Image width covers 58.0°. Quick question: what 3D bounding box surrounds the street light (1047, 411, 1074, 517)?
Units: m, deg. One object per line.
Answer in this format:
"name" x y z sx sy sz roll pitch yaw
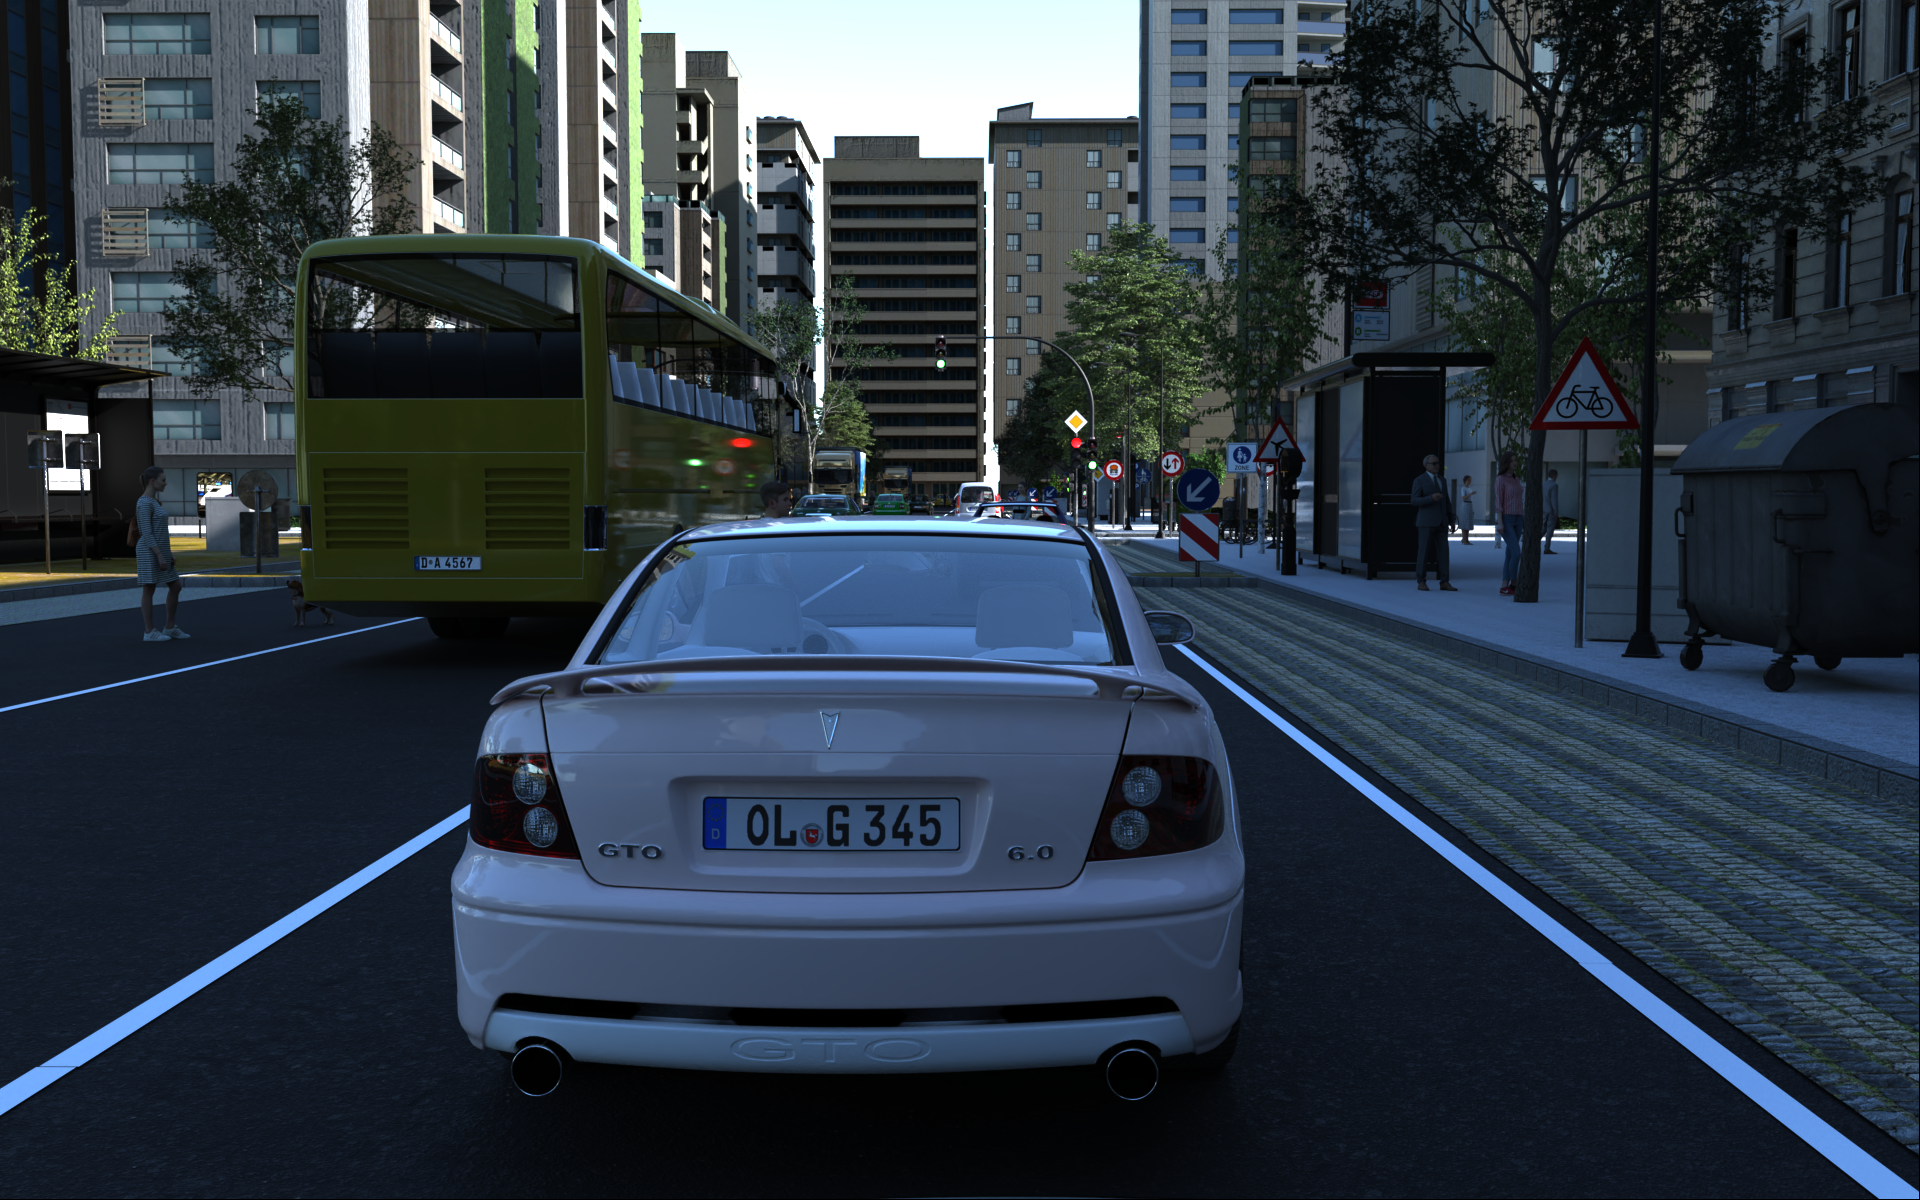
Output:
"street light" 5.804 -7.607 96.913 1.470 5.913 1.316 0 4 1

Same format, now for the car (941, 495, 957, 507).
"car" -1.361 -11.225 196.110 1.945 1.354 3.894 0 4 -1

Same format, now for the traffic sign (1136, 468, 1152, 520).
"traffic sign" 9.015 -5.195 85.046 0.768 2.556 0.104 0 4 2

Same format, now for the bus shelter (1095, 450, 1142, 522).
"bus shelter" 7.353 -5.397 82.165 2.014 3.302 5.546 0 4 1

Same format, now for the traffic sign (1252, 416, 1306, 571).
"traffic sign" 5.338 -1.774 29.006 0.884 2.594 0.081 0 4 5

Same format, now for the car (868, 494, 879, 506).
"car" -9.481 -11.556 197.743 1.959 1.807 4.718 0 4 2

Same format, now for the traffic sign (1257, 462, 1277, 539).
"traffic sign" 8.770 -3.026 49.581 0.768 2.556 0.104 0 4 7

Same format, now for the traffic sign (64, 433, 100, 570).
"traffic sign" -14.783 -1.655 29.189 0.606 2.300 0.079 0 4 5

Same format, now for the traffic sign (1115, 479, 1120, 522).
"traffic sign" 7.158 -4.771 78.106 0.768 2.556 0.104 0 4 7

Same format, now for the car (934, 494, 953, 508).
"car" -1.831 -10.727 185.611 2.015 1.641 3.980 0 4 2

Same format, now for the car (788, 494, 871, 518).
"car" -3.448 -2.056 45.420 2.131 1.459 4.920 0 4 2

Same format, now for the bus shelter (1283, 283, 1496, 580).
"bus shelter" 6.924 -3.197 29.906 2.179 5.291 8.768 0 4 1

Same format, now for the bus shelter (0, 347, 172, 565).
"bus shelter" -16.182 -2.408 30.648 1.731 3.624 6.357 0 4 1

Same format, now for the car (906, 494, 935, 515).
"car" -2.769 -6.659 118.665 2.009 1.686 4.222 0 4 3

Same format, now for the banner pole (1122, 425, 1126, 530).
"banner pole" 5.915 -4.436 62.543 0.401 3.779 0.863 0 4 7

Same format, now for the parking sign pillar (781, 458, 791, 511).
"parking sign pillar" -13.145 -8.530 127.936 1.447 3.967 1.447 -2 4 -25

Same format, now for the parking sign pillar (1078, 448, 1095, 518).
"parking sign pillar" 6.952 -6.504 94.820 1.447 3.967 1.447 2 4 34

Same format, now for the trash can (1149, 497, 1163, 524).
"trash can" 8.546 -3.863 74.810 0.748 1.137 0.748 0 3 0

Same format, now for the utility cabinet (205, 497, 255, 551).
"utility cabinet" -16.455 -1.707 39.070 1.020 1.237 0.306 0 4 3

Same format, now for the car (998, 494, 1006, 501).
"car" 1.836 -6.136 109.370 2.155 1.783 4.494 0 4 1

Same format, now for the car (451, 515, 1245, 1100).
"car" -0.208 0.407 5.715 2.083 1.381 4.827 0 4 1

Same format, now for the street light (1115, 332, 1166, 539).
"street light" 5.253 -4.733 49.922 1.470 5.913 1.316 0 4 1

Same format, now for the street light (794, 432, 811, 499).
"street light" -11.854 -9.624 129.894 1.470 5.913 1.316 0 4 1

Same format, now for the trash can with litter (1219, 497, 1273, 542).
"trash can with litter" 7.553 -2.214 47.259 1.678 1.210 2.233 -2 4 -34

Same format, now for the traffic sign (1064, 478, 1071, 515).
"traffic sign" 6.921 -6.631 108.529 0.768 2.556 0.104 0 4 1

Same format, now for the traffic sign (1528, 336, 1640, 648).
"traffic sign" 5.168 -0.880 14.393 0.884 2.594 0.081 1 4 9

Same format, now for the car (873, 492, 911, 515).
"car" -3.533 -4.960 89.888 1.959 1.807 4.718 0 4 1

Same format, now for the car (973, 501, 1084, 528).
"car" 0.863 -0.781 25.343 1.945 1.354 3.894 0 4 2

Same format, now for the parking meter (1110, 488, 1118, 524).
"parking meter" 6.536 -3.981 73.502 0.372 1.533 0.369 0 3 0

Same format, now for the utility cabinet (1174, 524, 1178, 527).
"utility cabinet" 8.330 -3.602 67.575 0.318 1.500 1.173 1 4 11

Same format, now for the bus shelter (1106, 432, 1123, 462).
"bus shelter" 9.023 -7.762 104.539 2.179 5.291 8.768 0 4 1

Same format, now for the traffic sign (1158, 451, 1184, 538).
"traffic sign" 6.207 -3.108 50.925 0.768 2.556 0.104 0 4 7

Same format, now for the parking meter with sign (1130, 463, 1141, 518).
"parking meter with sign" 9.669 -6.057 95.286 0.543 3.016 1.738 0 3 0

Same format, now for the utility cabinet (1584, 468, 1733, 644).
"utility cabinet" 6.041 -0.383 14.947 1.173 1.500 0.318 2 4 25

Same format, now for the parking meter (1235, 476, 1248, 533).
"parking meter" 9.289 -3.148 57.178 0.399 1.863 0.255 0 4 6

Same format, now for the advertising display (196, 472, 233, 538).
"advertising display" -21.721 -2.771 50.519 0.974 1.923 0.123 -2 4 -27

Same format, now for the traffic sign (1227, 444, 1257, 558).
"traffic sign" 5.626 -1.987 34.613 0.606 2.300 0.079 0 4 5

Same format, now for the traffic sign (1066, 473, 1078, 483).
"traffic sign" 6.422 -6.011 98.380 0.768 2.556 0.104 1 4 10

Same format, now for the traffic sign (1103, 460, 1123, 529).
"traffic sign" 5.687 -3.914 64.098 0.768 2.556 0.104 0 4 1

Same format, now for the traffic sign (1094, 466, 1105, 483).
"traffic sign" 6.315 -4.860 79.188 0.795 2.593 0.064 0 4 7

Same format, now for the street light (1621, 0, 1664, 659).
"street light" 4.852 -2.506 13.511 1.470 5.913 1.316 0 4 1

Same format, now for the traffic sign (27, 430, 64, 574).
"traffic sign" -14.617 -1.565 27.709 0.606 2.300 0.079 0 4 7

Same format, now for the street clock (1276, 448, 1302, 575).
"street clock" 5.201 -1.392 27.333 0.358 2.002 0.471 -1 4 -11

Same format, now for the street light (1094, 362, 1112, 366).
"street light" 5.421 -5.420 61.158 1.470 5.913 1.316 0 4 1
